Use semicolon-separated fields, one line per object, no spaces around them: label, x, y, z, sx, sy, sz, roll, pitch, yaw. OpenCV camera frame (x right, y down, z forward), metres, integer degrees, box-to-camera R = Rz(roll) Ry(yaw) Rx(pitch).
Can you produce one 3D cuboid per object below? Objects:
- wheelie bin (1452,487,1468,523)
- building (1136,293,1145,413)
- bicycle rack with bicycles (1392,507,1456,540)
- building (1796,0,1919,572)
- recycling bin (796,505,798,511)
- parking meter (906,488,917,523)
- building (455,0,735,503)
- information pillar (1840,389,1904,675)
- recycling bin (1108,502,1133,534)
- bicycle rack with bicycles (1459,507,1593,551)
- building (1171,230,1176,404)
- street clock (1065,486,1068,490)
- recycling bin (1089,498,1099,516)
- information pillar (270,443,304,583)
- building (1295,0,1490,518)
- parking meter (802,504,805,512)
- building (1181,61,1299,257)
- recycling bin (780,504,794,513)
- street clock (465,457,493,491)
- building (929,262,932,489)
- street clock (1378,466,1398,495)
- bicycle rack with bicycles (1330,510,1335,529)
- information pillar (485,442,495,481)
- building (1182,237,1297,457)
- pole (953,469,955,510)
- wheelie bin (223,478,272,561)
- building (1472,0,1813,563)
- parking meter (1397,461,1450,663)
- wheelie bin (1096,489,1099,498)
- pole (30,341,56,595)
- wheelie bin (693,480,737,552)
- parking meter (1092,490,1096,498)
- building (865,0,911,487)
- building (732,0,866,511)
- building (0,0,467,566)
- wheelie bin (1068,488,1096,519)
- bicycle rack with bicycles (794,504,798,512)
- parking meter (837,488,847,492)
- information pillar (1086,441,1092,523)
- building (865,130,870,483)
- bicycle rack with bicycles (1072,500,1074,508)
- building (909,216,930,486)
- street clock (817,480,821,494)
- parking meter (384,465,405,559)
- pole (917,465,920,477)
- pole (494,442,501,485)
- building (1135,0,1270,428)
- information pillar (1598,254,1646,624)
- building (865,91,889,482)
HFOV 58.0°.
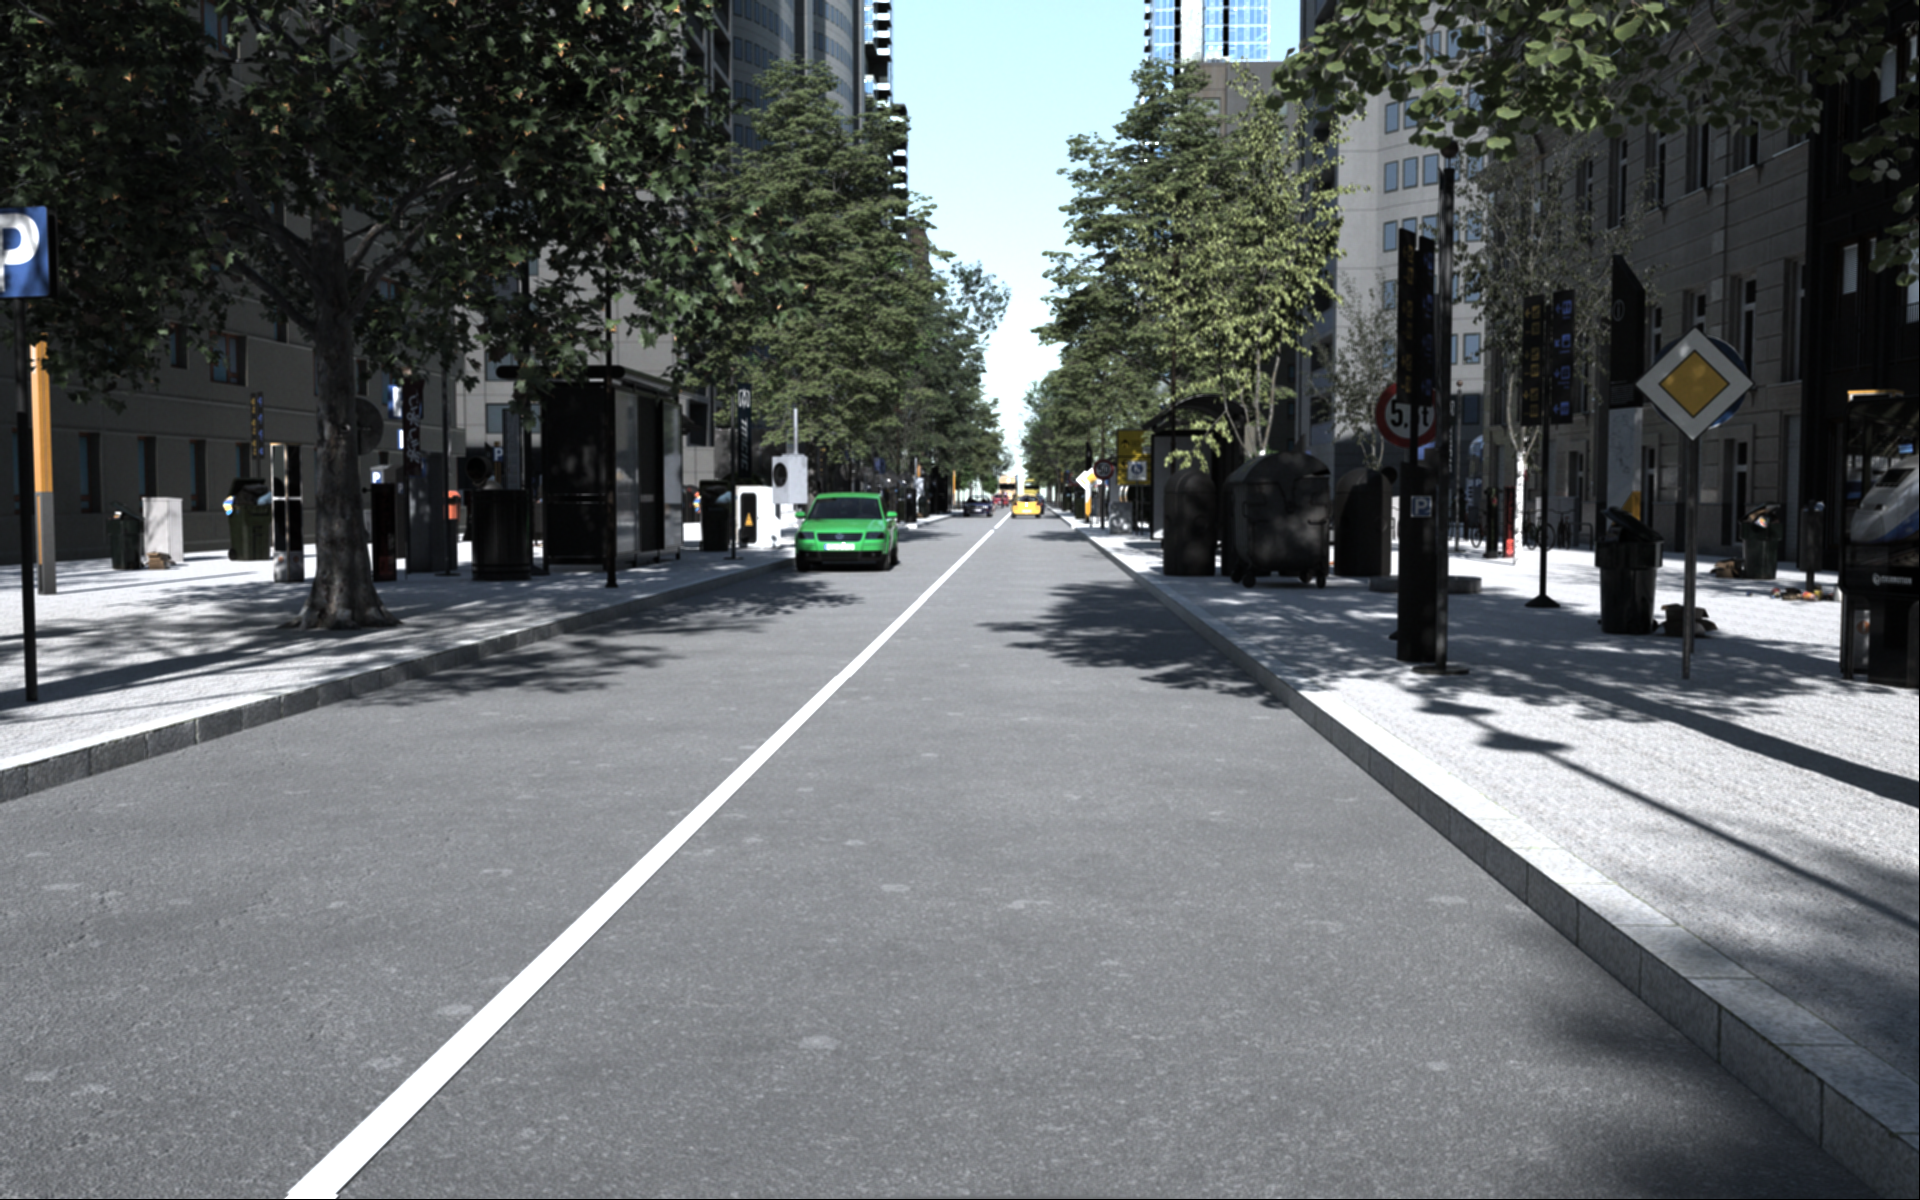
wheelie bin;22.466;-4.265;77.645;0.693;1.594;0.980;2;4;27
building;42.631;-36.895;295.116;32.217;40.220;23.993;0;4;2
bicycle rack with bicycles;13.067;-2.128;48.168;2.852;0.926;2.925;1;4;19
building;20.269;-11.706;21.069;12.332;23.373;15.834;0;4;2
recycling bin;-11.724;-7.096;128.566;0.722;1.027;0.722;-2;4;-26
parking meter;-2.147;-4.272;78.252;0.372;1.533;0.369;0;3;0
building;-21.693;-40.361;98.155;20.563;71.187;20.611;0;4;2
information pillar;6.506;-0.481;12.364;0.304;2.012;0.304;3;4;39
recycling bin;5.148;-2.633;55.596;0.722;1.027;0.722;0;4;1
bicycle rack with bicycles;13.369;-1.638;40.167;2.852;0.926;2.925;0;4;1
building;29.050;-25.101;182.106;14.160;30.474;14.107;0;4;2
street clock;9.170;-8.727;147.254;0.471;2.002;0.358;-1;4;-12
recycling bin;7.899;-5.532;103.006;0.722;1.027;0.722;2;4;23
information pillar;-9.749;-1.261;25.112;0.304;2.012;0.304;2;4;25
building;33.743;-33.692;92.860;28.212;58.520;21.231;0;4;2
parking meter;-9.057;-5.694;101.501;0.372;1.533;0.369;0;3;0
building;28.223;-29.598;167.514;14.154;41.232;14.086;0;4;2
recycling bin;-11.951;-6.527;119.275;0.722;1.027;0.722;3;5;39
street clock;-9.291;-1.770;33.516;0.471;2.002;0.358;1;4;17
building;-12.254;-37.495;296.628;14.154;41.232;14.086;0;4;2
street clock;11.145;-2.485;45.204;0.471;2.002;0.358;0;4;-3
bicycle rack with bicycles;12.889;-3.019;62.739;2.925;0.926;2.852;2;4;25
information pillar;-21.136;-5.296;77.943;0.504;3.616;0.183;-3;5;-42
building;31.096;-17.468;130.636;27.650;21.520;28.899;0;4;2
pole;-0.477;-8.940;140.008;0.158;3.312;0.155;0;3;0
wheelie bin;-13.669;-1.562;33.442;0.693;1.594;0.980;3;4;38
building;21.474;-14.930;41.376;12.463;27.353;25.104;0;4;2
parking meter;3.561;-0.299;13.307;0.372;1.533;0.369;0;3;0
wheelie bin;9.301;-6.641;116.483;0.693;1.594;0.980;1;4;16
pole;-11.649;-1.722;22.000;0.158;3.312;0.155;0;3;0
wheelie bin;-5.478;-1.892;38.841;0.980;1.594;0.693;-1;4;-13
parking meter;9.341;-6.826;120.009;0.372;1.533;0.369;0;3;0
building;-17.648;-57.847;258.462;22.319;86.520;31.000;0;4;2
building;-20.709;-38.007;163.420;21.231;58.520;28.212;0;4;2
building;-31.127;-12.097;42.829;28.899;21.520;27.650;0;4;2
wheelie bin;6.227;-4.905;88.110;0.980;1.594;0.693;1;4;22
bicycle rack with bicycles;-11.042;-6.799;124.552;2.925;0.926;2.852;1;4;23
parking meter;-4.570;-3.590;67.110;0.372;1.533;0.369;0;3;0
information pillar;5.745;-5.253;77.235;0.183;3.616;0.504;2;4;32
building;-17.273;-30.663;184.936;14.154;41.232;14.086;0;4;2
bicycle rack with bicycles;10.460;-7.982;143.894;2.925;0.926;2.852;1;4;18
building;-12.268;-38.653;282.079;14.600;45.320;14.200;0;4;2
street clock;-7.561;-5.286;90.997;0.471;2.002;0.358;-1;4;-16
parking meter;-11.226;-1.755;34.401;0.255;1.863;0.399;1;4;12
pole;-2.903;-7.847;122.135;0.158;3.312;0.155;0;3;0
pole;-17.991;-4.500;67.412;0.158;3.312;0.155;0;3;0
building;36.056;-58.338;266.501;22.319;86.520;31.000;0;4;2
information pillar;6.428;-1.554;16.762;0.183;3.616;0.504;-1;4;-9
building;-19.836;-35.435;203.071;21.300;48.544;21.600;0;4;2
